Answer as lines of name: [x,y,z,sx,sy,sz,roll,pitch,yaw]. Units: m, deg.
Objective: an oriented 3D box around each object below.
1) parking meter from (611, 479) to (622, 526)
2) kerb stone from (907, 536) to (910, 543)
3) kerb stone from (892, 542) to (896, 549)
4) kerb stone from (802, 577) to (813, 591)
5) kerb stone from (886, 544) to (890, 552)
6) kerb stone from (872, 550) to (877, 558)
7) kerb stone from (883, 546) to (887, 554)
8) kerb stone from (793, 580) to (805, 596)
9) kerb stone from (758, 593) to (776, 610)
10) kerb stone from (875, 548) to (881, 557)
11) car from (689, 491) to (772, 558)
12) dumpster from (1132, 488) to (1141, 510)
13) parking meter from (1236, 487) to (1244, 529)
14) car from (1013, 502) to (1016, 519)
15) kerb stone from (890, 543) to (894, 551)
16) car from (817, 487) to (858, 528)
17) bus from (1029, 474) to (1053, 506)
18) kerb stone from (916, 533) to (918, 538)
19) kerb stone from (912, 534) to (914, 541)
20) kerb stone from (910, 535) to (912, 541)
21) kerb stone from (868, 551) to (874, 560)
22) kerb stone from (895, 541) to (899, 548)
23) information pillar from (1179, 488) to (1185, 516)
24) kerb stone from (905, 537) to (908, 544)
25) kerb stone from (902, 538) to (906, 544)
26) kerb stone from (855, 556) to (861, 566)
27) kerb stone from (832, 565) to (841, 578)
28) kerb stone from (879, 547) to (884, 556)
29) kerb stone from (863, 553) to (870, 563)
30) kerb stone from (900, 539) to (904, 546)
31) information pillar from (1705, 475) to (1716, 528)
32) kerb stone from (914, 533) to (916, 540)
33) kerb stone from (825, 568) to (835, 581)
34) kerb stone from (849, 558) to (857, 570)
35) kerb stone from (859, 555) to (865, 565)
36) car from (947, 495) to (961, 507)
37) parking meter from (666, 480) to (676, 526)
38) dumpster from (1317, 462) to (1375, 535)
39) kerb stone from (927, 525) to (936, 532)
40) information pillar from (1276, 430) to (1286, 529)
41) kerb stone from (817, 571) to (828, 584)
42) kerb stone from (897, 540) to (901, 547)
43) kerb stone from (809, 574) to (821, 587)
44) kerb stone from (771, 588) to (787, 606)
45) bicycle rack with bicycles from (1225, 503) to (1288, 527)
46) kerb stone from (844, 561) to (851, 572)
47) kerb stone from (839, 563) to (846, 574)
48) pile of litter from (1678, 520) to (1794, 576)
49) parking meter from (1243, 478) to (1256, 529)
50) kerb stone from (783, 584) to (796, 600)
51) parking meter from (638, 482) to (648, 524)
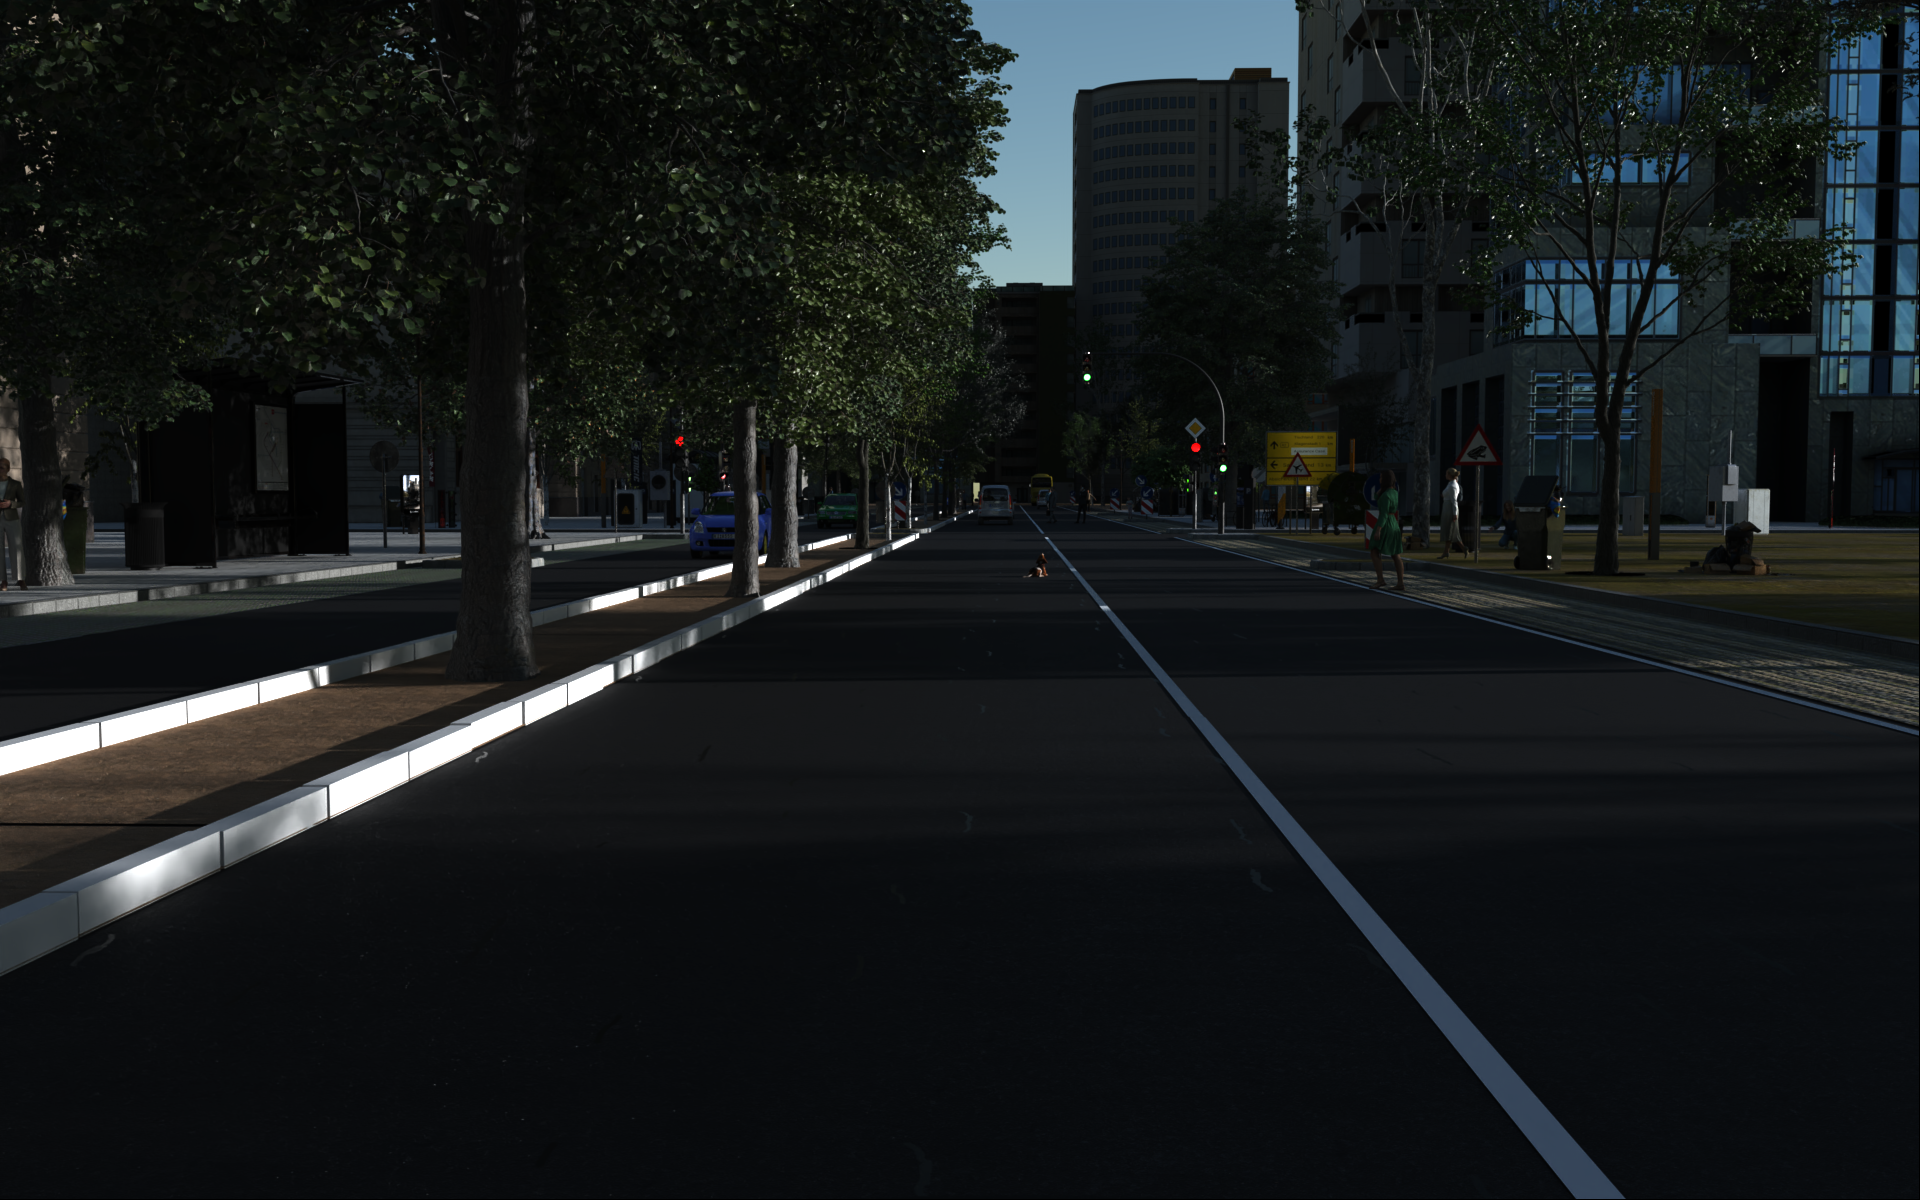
parking meter: [-13.712,-3.879,69.129,0.399,1.863,0.255,-3,5,-40]
kerb stone: [-1.607,-1.711,50.166,0.120,0.150,1.000,0,4,2]
kerb stone: [-1.781,-1.335,44.025,0.120,0.150,1.000,0,4,2]
kerb stone: [-2.327,-0.207,25.583,0.120,0.150,1.000,0,4,2]
kerb stone: [-1.842,-1.209,41.965,0.120,0.150,1.000,0,4,2]
kerb stone: [-1.965,-0.958,37.869,0.120,0.150,1.000,0,4,2]
kerb stone: [-1.870,-1.147,40.944,0.120,0.150,1.000,0,4,2]
kerb stone: [-2.347,-0.143,24.554,0.120,0.150,1.000,0,4,2]
kerb stone: [-2.440,0.045,21.465,0.120,0.150,1.000,0,4,2]
kerb stone: [-1.938,-1.015,38.890,0.120,0.150,1.000,0,4,2]
car: [-5.152,-1.851,39.849,1.945,1.707,3.694,0,4,1]
dumpster: [14.180,-7.954,135.807,1.264,1.857,1.865,0,4,2]
parking meter: [10.405,-3.404,64.061,0.372,1.533,0.369,0,3,0]
car: [2.207,-5.367,100.107,2.083,1.381,4.827,0,4,2]
kerb stone: [-1.806,-1.270,42.994,0.120,0.150,1.000,0,4,2]
car: [-5.001,-3.960,73.548,1.959,1.807,4.718,0,4,3]
bus: [9.880,-13.384,210.370,2.896,3.916,12.252,0,4,2]
kerb stone: [-1.484,-1.961,54.265,0.120,0.150,1.000,0,4,2]
kerb stone: [-1.542,-1.836,52.214,0.120,0.150,1.000,0,4,2]
kerb stone: [-1.581,-1.766,51.188,0.120,0.150,1.000,0,4,2]
kerb stone: [-1.989,-0.896,36.847,0.120,0.150,1.000,0,4,2]
kerb stone: [-1.755,-1.394,45.048,0.120,0.150,1.000,0,4,2]
information pillar: [13.232,-6.038,103.209,0.304,2.012,0.304,3,4,36]
kerb stone: [-1.638,-1.648,49.145,0.120,0.150,1.000,0,4,2]
kerb stone: [-1.665,-1.586,48.120,0.120,0.150,1.000,0,4,2]
kerb stone: [-2.082,-0.707,33.762,0.120,0.150,1.000,0,4,2]
kerb stone: [-2.197,-0.457,29.670,0.120,0.150,1.000,0,4,2]
kerb stone: [-1.901,-1.084,39.923,0.120,0.150,1.000,0,4,2]
kerb stone: [-2.024,-0.834,35.825,0.120,0.150,1.000,0,4,2]
kerb stone: [-1.691,-1.523,47.097,0.120,0.150,1.000,0,4,2]
information pillar: [28.735,-3.779,66.270,0.304,2.012,0.304,1,4,12]
kerb stone: [-1.511,-1.898,53.236,0.120,0.150,1.000,0,4,2]
kerb stone: [-2.222,-0.395,28.649,0.120,0.150,1.000,0,4,2]
kerb stone: [-2.106,-0.645,32.740,0.120,0.150,1.000,0,4,2]
kerb stone: [-2.055,-0.771,34.794,0.120,0.150,1.000,0,4,2]
car: [-0.682,-11.597,199.199,1.945,1.707,3.694,0,4,3]
parking meter: [-11.817,-3.976,70.722,0.399,1.863,0.255,-2,4,-35]
dumpster: [12.099,-3.169,54.303,1.502,2.255,1.985,0,4,2]
kerb stone: [-1.115,-2.745,67.080,0.120,0.150,1.000,0,4,2]
information pillar: [11.768,-4.402,63.332,0.183,3.616,0.504,-1,4,-15]
kerb stone: [-2.256,-0.332,27.627,0.120,0.150,1.000,0,4,2]
kerb stone: [-1.725,-1.460,46.074,0.120,0.150,1.000,0,4,2]
kerb stone: [-2.294,-0.270,26.605,0.120,0.150,1.000,0,4,2]
kerb stone: [-2.410,-0.014,22.492,0.120,0.150,1.000,0,4,2]
bicycle rack with bicycles: [11.919,-3.371,68.494,2.852,0.926,2.925,3,4,36]
kerb stone: [-2.141,-0.582,31.716,0.120,0.150,1.000,0,4,2]
kerb stone: [-2.168,-0.515,30.695,0.120,0.150,1.000,0,4,2]
pile of litter: [12.457,-0.847,27.819,1.176,0.858,1.719,-2,4,-29]
parking meter: [10.517,-3.498,62.907,0.399,1.863,0.255,3,4,36]
kerb stone: [-2.380,-0.079,23.522,0.120,0.150,1.000,0,4,2]
parking meter: [-13.617,-4.206,74.481,0.399,1.863,0.255,-1,4,-12]
